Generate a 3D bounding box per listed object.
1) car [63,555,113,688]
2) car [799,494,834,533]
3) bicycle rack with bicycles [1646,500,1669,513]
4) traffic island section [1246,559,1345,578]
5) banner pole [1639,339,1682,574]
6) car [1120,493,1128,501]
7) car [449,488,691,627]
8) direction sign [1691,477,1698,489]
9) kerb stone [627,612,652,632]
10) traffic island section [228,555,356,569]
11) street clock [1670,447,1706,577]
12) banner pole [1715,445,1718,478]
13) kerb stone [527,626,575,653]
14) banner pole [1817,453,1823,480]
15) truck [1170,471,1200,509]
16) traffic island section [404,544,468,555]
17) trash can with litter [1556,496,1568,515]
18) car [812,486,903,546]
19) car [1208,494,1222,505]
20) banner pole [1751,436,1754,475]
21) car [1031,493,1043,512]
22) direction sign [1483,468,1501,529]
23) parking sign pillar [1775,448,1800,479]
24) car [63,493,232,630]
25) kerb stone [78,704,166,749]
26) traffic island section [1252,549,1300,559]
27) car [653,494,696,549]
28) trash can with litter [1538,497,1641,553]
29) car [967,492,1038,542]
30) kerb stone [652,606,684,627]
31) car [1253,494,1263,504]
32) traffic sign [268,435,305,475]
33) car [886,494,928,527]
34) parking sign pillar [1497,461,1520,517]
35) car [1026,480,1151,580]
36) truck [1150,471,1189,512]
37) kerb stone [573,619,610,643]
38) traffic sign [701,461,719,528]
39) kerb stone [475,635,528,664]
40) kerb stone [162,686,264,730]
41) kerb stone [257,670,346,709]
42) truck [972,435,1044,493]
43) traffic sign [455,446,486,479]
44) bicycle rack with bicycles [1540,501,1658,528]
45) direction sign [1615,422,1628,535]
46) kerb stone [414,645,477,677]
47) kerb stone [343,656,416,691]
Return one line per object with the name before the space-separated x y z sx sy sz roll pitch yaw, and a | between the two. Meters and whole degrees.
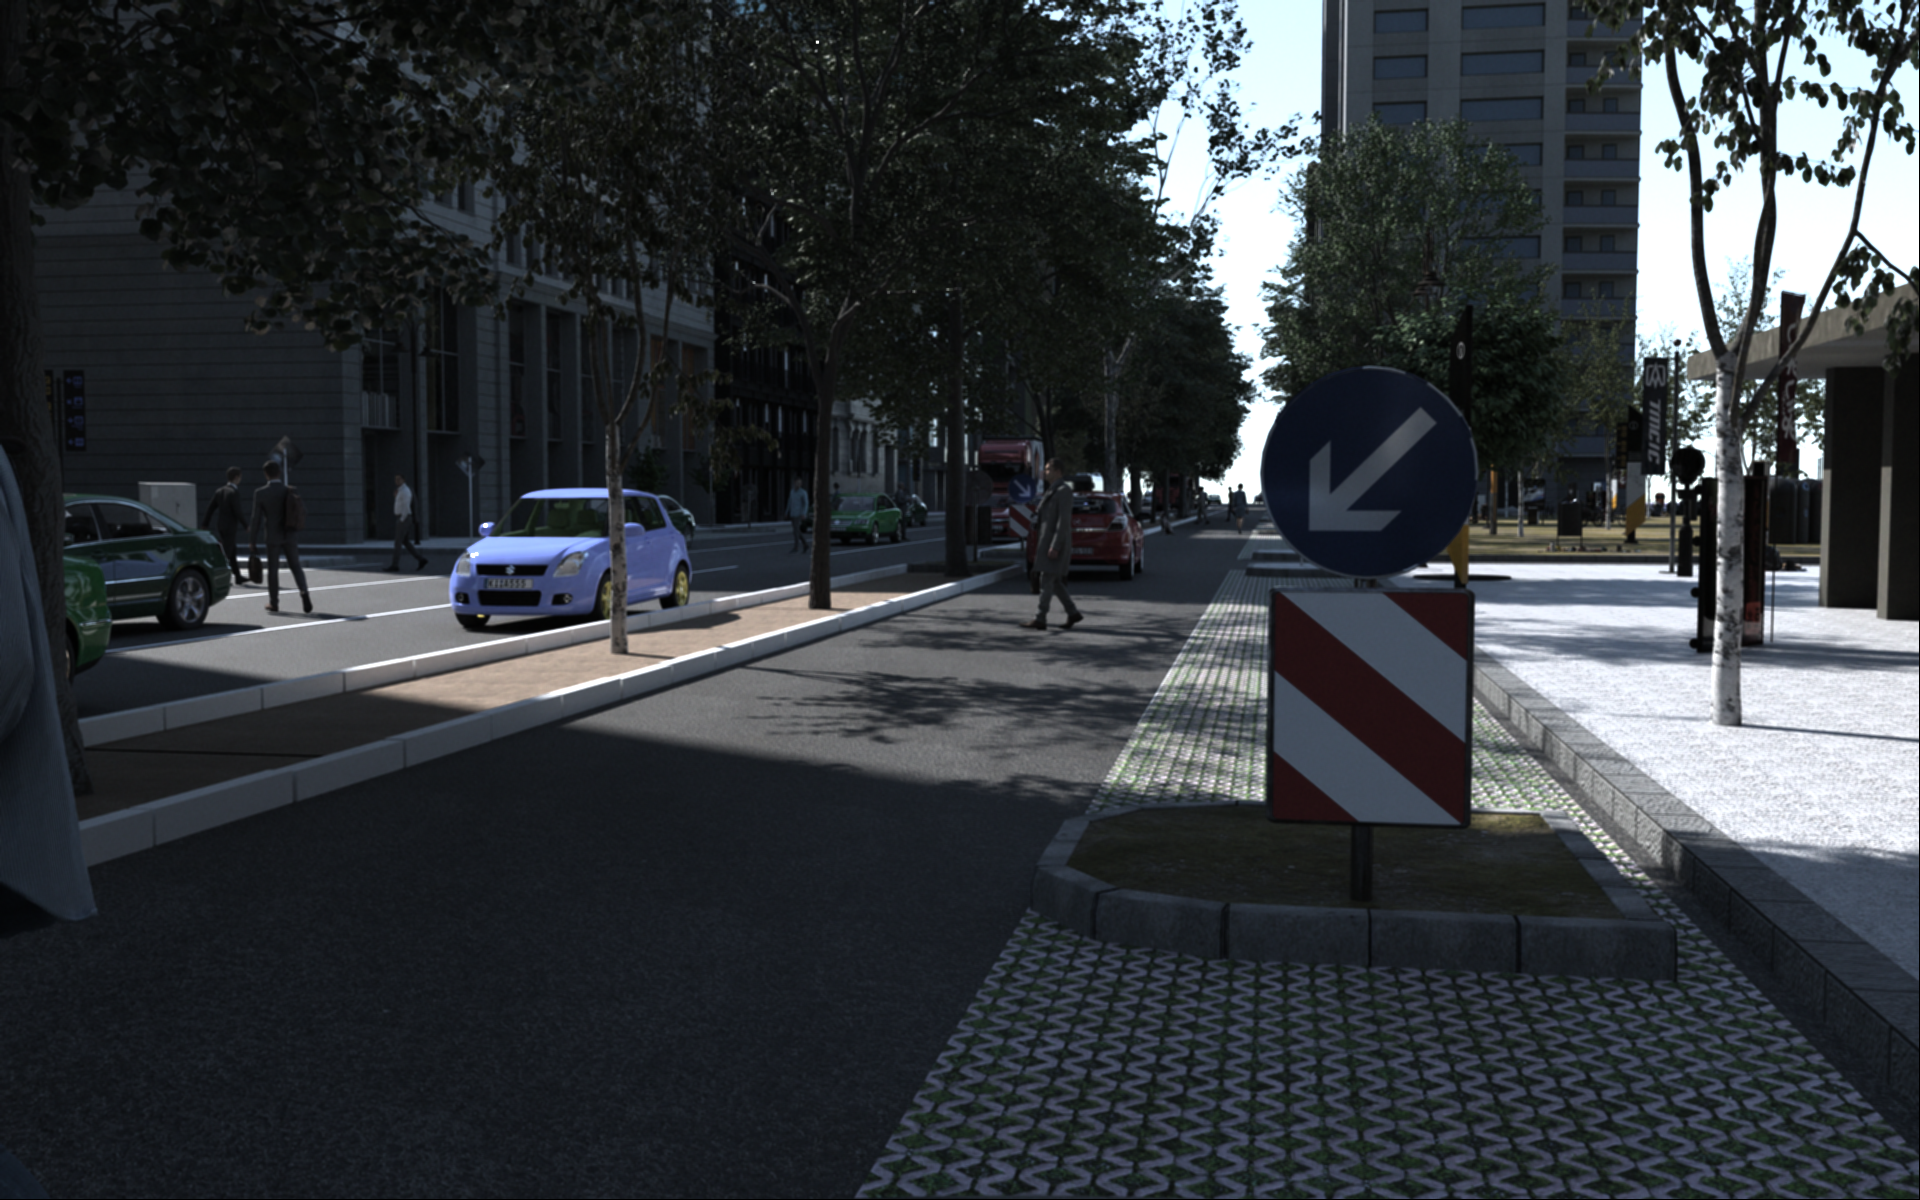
car | -6.901 -0.059 9.756 1.959 1.807 4.718 1 4 10
car | -4.832 -3.278 65.398 2.131 1.459 4.920 1 4 10
bicycle rack with bicycles | 40.103 -5.385 101.422 2.925 0.926 2.852 0 4 -8
traffic island section | 6.129 -0.526 30.878 2.009 0.180 2.903 1 4 10
banner pole | 11.331 -2.320 27.942 0.863 3.779 0.401 -1 4 -15
car | 17.255 -10.889 187.619 1.945 1.707 3.694 1 4 9
car | -4.366 -0.617 19.674 1.945 1.707 3.694 1 4 10
direction sign | 41.161 -6.444 97.358 0.379 3.537 0.876 -1 4 -13
kerb stone | -3.469 0.256 18.014 0.120 0.150 1.000 1 4 10
traffic island section | -13.390 -0.743 34.432 2.009 0.180 2.903 1 4 10
street clock | 11.279 -1.365 26.886 0.471 2.002 0.358 3 4 37
banner pole | 27.469 -4.450 62.771 0.401 3.779 0.863 0 4 8
kerb stone | -3.839 0.379 15.995 0.120 0.150 1.000 1 4 10
banner pole | 52.571 -7.090 105.944 0.863 3.779 0.401 -3 5 -42
truck | 21.749 -10.953 167.998 2.839 4.237 11.283 1 4 11
traffic island section | -11.956 -1.224 42.288 2.009 0.180 2.903 1 4 10
trash can with litter | 37.079 -5.794 106.123 1.055 1.170 0.624 -2 4 -31
car | -2.914 -2.504 49.730 1.959 1.807 4.718 1 4 12
car | 34.470 -13.817 234.699 1.959 1.807 4.718 1 4 12
banner pole | 31.314 -4.797 68.455 0.401 3.779 0.863 2 4 24
car | 2.434 -3.242 62.050 2.155 1.783 4.494 1 4 9
direction sign | 19.688 -4.436 64.532 0.876 3.537 0.379 0 4 1
parking sign pillar | 48.250 -6.886 101.054 1.447 3.967 1.447 -1 4 -13
car | -9.258 -0.324 17.098 2.131 1.459 4.920 1 4 11
kerb stone | -4.944 0.749 9.948 0.120 0.150 1.000 1 4 10
traffic island section | 7.563 -1.006 38.734 2.009 0.180 2.903 1 4 10
car | -8.282 -1.991 44.347 2.131 1.459 4.920 1 4 11
trash can with litter | 13.977 -1.678 38.489 2.233 1.210 1.678 1 4 14
car | 1.291 -2.601 51.570 2.155 1.783 4.494 1 4 9
kerb stone | -3.285 0.194 19.020 0.120 0.150 1.000 1 4 10
car | 45.190 -15.271 261.690 2.014 1.417 4.499 1 4 9
traffic sign | -13.366 -1.968 34.361 0.795 2.593 0.064 1 4 10
car | -2.655 -3.965 76.625 2.131 1.459 4.920 1 4 10
parking sign pillar | 31.488 -6.797 99.602 1.447 3.967 1.447 0 4 7
car | 2.249 -1.306 30.391 2.155 1.783 4.494 1 4 9
truck | 17.548 -9.495 144.151 2.839 4.237 11.283 1 4 10
kerb stone | -3.656 0.318 17.002 0.120 0.150 1.000 1 4 10
traffic sign | -9.420 -3.996 65.434 0.768 2.556 0.104 1 4 13
kerb stone | -4.029 0.443 14.991 0.120 0.150 1.000 1 4 10
kerb stone | -4.763 0.688 10.954 0.120 0.150 1.000 1 4 10
kerb stone | -4.580 0.626 11.964 0.120 0.150 1.000 1 4 10
truck | 2.646 -5.882 85.090 2.839 4.237 11.283 1 4 9
traffic sign | -11.932 -2.448 42.217 0.795 2.593 0.064 1 4 10
bicycle rack with bicycles | 24.646 -3.269 66.823 2.925 0.926 2.852 -2 4 -28
direction sign | 21.110 -3.829 54.593 0.876 3.537 0.379 0 4 8
kerb stone | -4.203 0.502 13.982 0.120 0.150 1.000 1 4 10
kerb stone | -4.395 0.564 12.970 0.120 0.150 1.000 1 4 10
